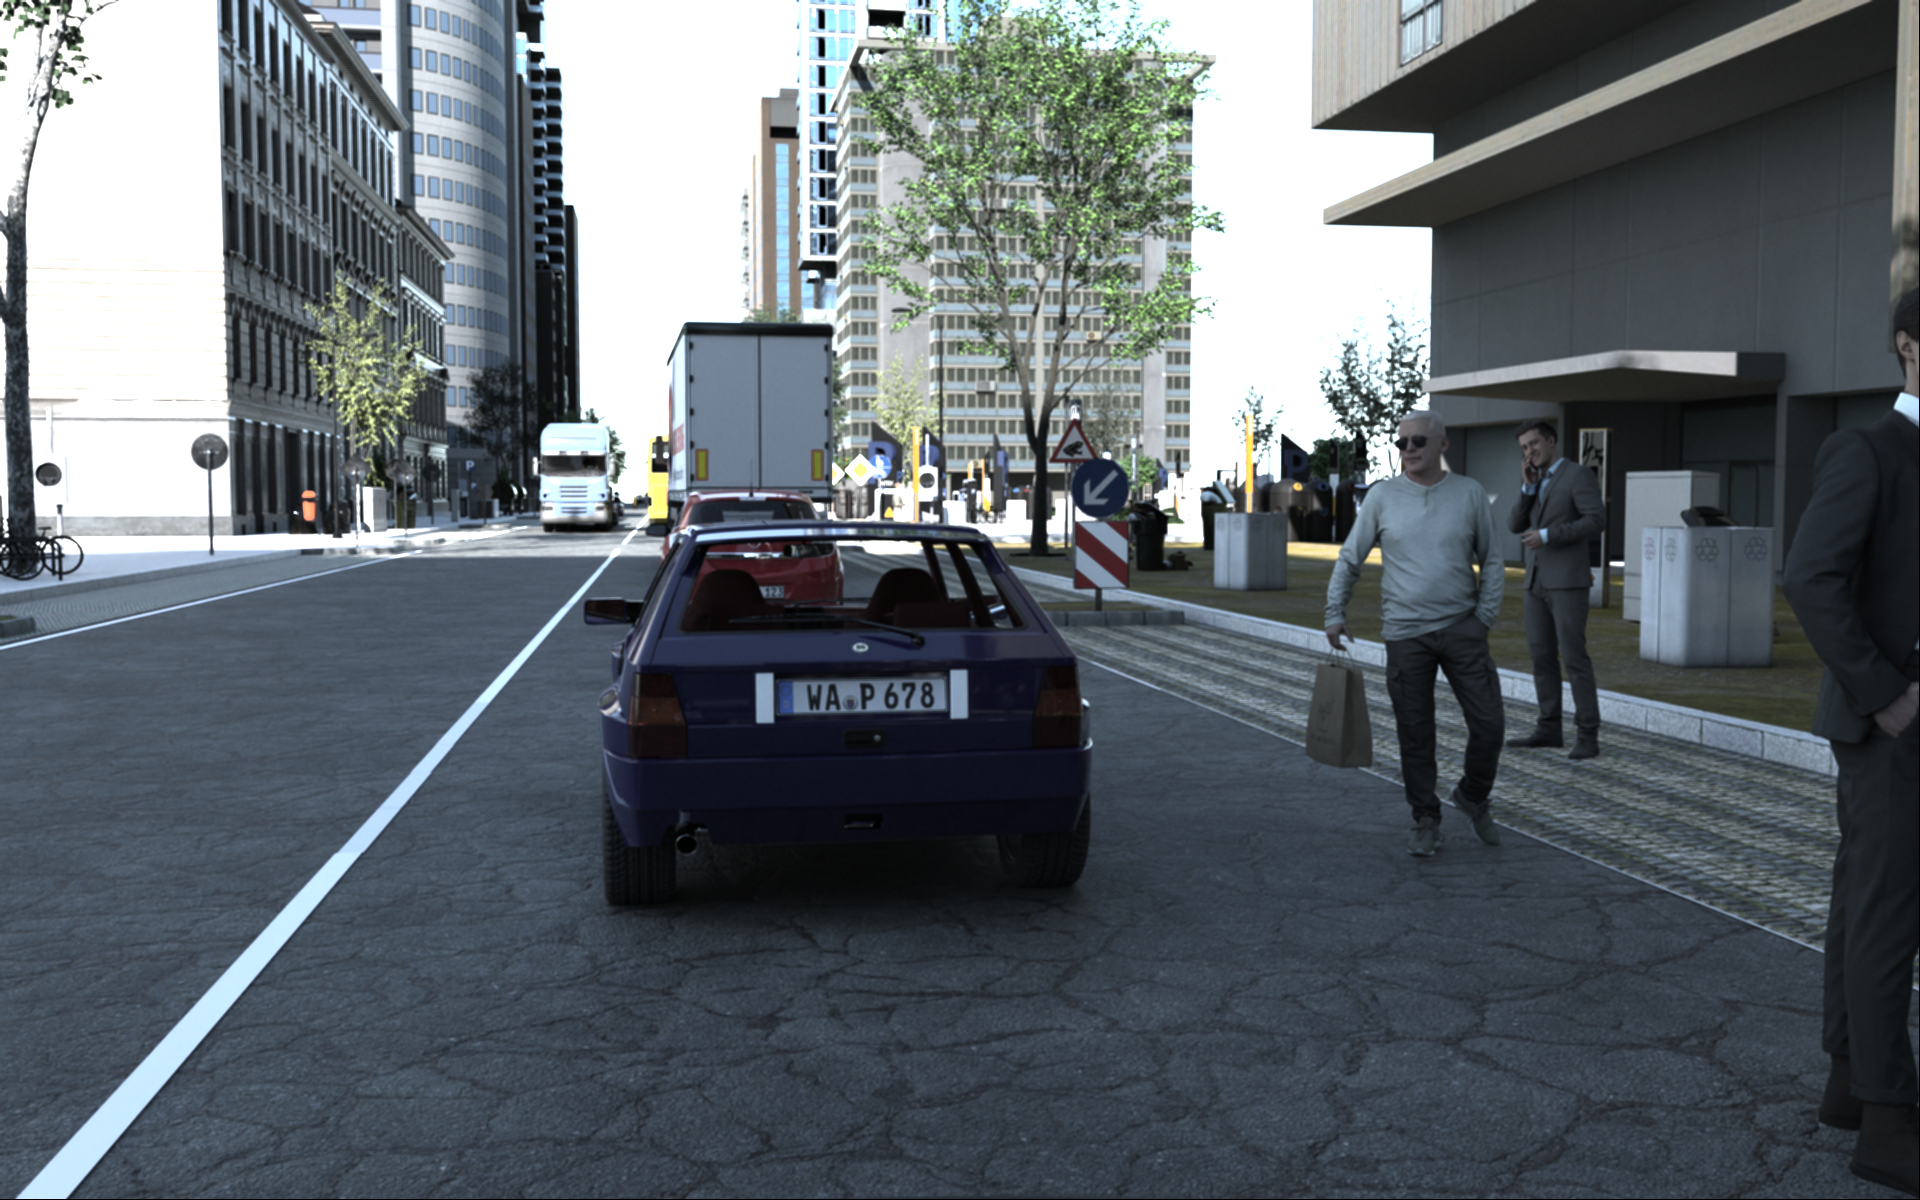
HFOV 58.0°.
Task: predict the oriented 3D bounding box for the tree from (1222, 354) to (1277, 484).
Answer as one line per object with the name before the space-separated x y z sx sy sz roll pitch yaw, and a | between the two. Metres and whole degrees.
tree | 15.687 -8.653 91.836 4.360 8.622 3.978 0 3 0

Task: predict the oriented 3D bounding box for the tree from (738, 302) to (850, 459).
tree | -11.455 -12.710 114.463 9.857 13.997 8.962 0 3 0

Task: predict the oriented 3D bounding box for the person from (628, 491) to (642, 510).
person | -29.344 -8.999 156.361 1.217 1.736 0.721 0 4 -3

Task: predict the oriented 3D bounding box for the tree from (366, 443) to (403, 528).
tree | -21.886 -4.339 65.551 1.663 3.219 1.824 0 3 0

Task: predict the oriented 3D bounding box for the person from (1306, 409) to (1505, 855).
person | 1.797 0.123 6.969 0.782 1.767 0.515 1 4 11

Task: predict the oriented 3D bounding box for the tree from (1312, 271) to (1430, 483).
tree | 14.414 -6.576 57.887 4.360 8.622 3.978 0 3 0

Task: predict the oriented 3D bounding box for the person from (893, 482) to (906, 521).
person | -1.684 -2.400 48.282 0.362 1.759 0.519 -1 4 -9

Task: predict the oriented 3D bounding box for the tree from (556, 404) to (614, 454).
tree | -43.337 -16.677 198.424 9.928 11.665 9.643 0 3 0

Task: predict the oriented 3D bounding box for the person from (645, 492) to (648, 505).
person | -40.361 -13.088 223.158 0.621 1.740 0.551 -2 4 -25

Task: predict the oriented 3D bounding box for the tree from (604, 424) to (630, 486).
tree | -56.606 -22.039 278.462 7.486 12.596 7.792 0 3 0

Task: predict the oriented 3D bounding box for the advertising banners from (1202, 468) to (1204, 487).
advertising banners | 15.999 -7.293 115.432 0.090 3.025 2.074 1 4 22

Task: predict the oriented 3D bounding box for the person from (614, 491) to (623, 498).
person | -32.281 -9.434 163.266 1.217 1.766 0.721 1 4 8

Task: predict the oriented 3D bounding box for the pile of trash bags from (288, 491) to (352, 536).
pile of trash bags | -20.389 -2.766 54.974 1.912 1.369 3.447 -1 4 -13

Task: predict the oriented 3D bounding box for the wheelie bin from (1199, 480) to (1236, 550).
wheelie bin | 5.890 -1.948 39.760 0.693 1.594 0.980 2 4 27

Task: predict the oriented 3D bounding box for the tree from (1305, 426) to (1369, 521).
tree | 18.140 -6.139 84.094 4.285 4.588 4.351 0 3 0

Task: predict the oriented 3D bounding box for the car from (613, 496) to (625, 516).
car | -22.700 -6.092 112.184 1.945 1.354 3.894 -1 4 -9

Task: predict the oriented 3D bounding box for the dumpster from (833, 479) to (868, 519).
dumpster | -4.141 -3.699 66.235 1.264 1.857 1.865 -1 4 -10

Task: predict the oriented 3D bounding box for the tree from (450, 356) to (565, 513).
tree | -30.210 -11.111 116.085 8.767 10.594 7.601 1 4 14

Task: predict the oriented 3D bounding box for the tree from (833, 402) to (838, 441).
tree | -9.649 -9.448 104.843 4.360 8.622 3.978 0 3 0

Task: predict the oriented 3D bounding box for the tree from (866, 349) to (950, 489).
tree | -2.736 -8.480 89.013 4.737 8.622 4.395 0 3 0

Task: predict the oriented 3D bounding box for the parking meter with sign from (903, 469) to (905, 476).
parking meter with sign | -4.258 -7.573 120.076 0.543 3.016 1.738 1 4 12

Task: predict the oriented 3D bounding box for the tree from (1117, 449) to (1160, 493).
tree | 12.764 -8.641 124.997 4.285 4.588 4.351 0 3 0

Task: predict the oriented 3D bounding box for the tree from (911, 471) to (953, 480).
tree | -1.431 -5.043 77.053 1.663 3.219 1.824 0 3 0

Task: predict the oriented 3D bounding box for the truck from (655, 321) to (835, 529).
truck | -4.385 -2.745 33.802 2.839 4.237 11.283 -1 4 -11

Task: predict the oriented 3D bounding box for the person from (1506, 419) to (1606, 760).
person | 3.258 -0.076 9.549 0.447 1.846 0.655 -1 4 -21

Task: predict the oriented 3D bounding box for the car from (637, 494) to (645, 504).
car | -44.029 -14.130 240.811 2.009 1.686 4.222 -1 4 -9

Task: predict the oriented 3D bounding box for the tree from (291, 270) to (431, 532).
tree | -19.960 -6.579 57.927 4.737 8.622 4.395 0 3 0

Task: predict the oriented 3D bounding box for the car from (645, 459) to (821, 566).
car | -2.279 -0.580 18.521 2.155 1.783 4.494 -1 4 -9

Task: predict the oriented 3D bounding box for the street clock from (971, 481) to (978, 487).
street clock | 0.694 -5.380 92.541 0.471 2.002 0.358 -3 4 -36

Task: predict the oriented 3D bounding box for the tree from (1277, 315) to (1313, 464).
tree | 15.129 -7.076 66.057 4.360 8.622 3.978 0 3 0

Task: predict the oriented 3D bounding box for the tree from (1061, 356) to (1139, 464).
tree | 7.649 -8.639 91.613 4.360 8.622 3.978 0 3 0

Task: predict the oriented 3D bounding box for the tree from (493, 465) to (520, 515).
tree | -27.693 -6.736 104.742 1.663 3.219 1.824 0 3 0

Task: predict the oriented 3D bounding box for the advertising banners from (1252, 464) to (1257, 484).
advertising banners | 17.214 -6.225 97.961 0.090 3.025 2.074 -3 5 -41

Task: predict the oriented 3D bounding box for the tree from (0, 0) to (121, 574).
tree | -16.542 -10.527 28.007 12.611 20.169 13.585 0 3 0

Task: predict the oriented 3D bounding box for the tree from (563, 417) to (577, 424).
tree | -37.815 -13.271 167.335 4.360 8.622 3.978 0 3 0

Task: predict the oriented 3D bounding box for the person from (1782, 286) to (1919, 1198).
person | 2.110 0.252 3.742 0.474 1.900 0.648 3 5 44

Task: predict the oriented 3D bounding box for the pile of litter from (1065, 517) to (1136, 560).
pile of litter | 2.920 -1.223 33.959 1.719 0.858 1.176 0 4 3

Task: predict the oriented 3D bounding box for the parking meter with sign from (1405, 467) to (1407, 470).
parking meter with sign | 27.399 -6.683 105.525 0.543 3.016 1.738 0 4 -7

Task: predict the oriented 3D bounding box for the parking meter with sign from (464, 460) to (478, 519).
parking meter with sign | -24.907 -5.642 88.506 0.543 3.016 1.738 -2 4 -23

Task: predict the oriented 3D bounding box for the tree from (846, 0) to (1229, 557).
tree | 1.569 -6.702 35.341 9.928 11.665 9.643 0 3 0

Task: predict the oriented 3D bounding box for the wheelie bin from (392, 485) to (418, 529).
wheelie bin | -20.332 -3.402 63.539 0.693 1.594 0.980 3 4 36

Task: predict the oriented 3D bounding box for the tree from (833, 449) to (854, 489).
tree | -4.840 -4.652 70.668 1.663 3.219 1.824 0 3 0

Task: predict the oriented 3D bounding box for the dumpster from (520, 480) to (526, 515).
dumpster | -28.061 -6.497 108.725 1.502 2.255 1.985 -1 4 -10

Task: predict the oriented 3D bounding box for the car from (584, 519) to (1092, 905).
car | -0.648 0.311 7.498 1.945 1.354 3.894 -1 4 -10

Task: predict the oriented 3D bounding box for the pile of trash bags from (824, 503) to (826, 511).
pile of trash bags | -10.230 -6.760 120.272 1.912 1.369 3.447 -1 4 -18

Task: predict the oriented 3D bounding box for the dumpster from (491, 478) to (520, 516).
dumpster | -26.851 -6.070 101.732 1.502 2.255 1.985 -1 4 -10

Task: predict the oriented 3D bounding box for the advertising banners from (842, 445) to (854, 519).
advertising banners | -4.118 -4.109 63.377 0.090 3.025 2.074 0 4 7

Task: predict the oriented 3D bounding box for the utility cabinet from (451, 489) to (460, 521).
utility cabinet | -23.435 -4.392 80.493 0.318 1.500 1.173 -1 4 -11

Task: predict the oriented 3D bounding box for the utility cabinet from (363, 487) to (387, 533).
utility cabinet | -19.339 -2.976 57.333 0.318 1.500 1.173 0 4 4

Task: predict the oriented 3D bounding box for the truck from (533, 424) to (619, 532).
truck | -15.640 -5.032 72.027 2.967 4.110 18.799 -1 4 -10
